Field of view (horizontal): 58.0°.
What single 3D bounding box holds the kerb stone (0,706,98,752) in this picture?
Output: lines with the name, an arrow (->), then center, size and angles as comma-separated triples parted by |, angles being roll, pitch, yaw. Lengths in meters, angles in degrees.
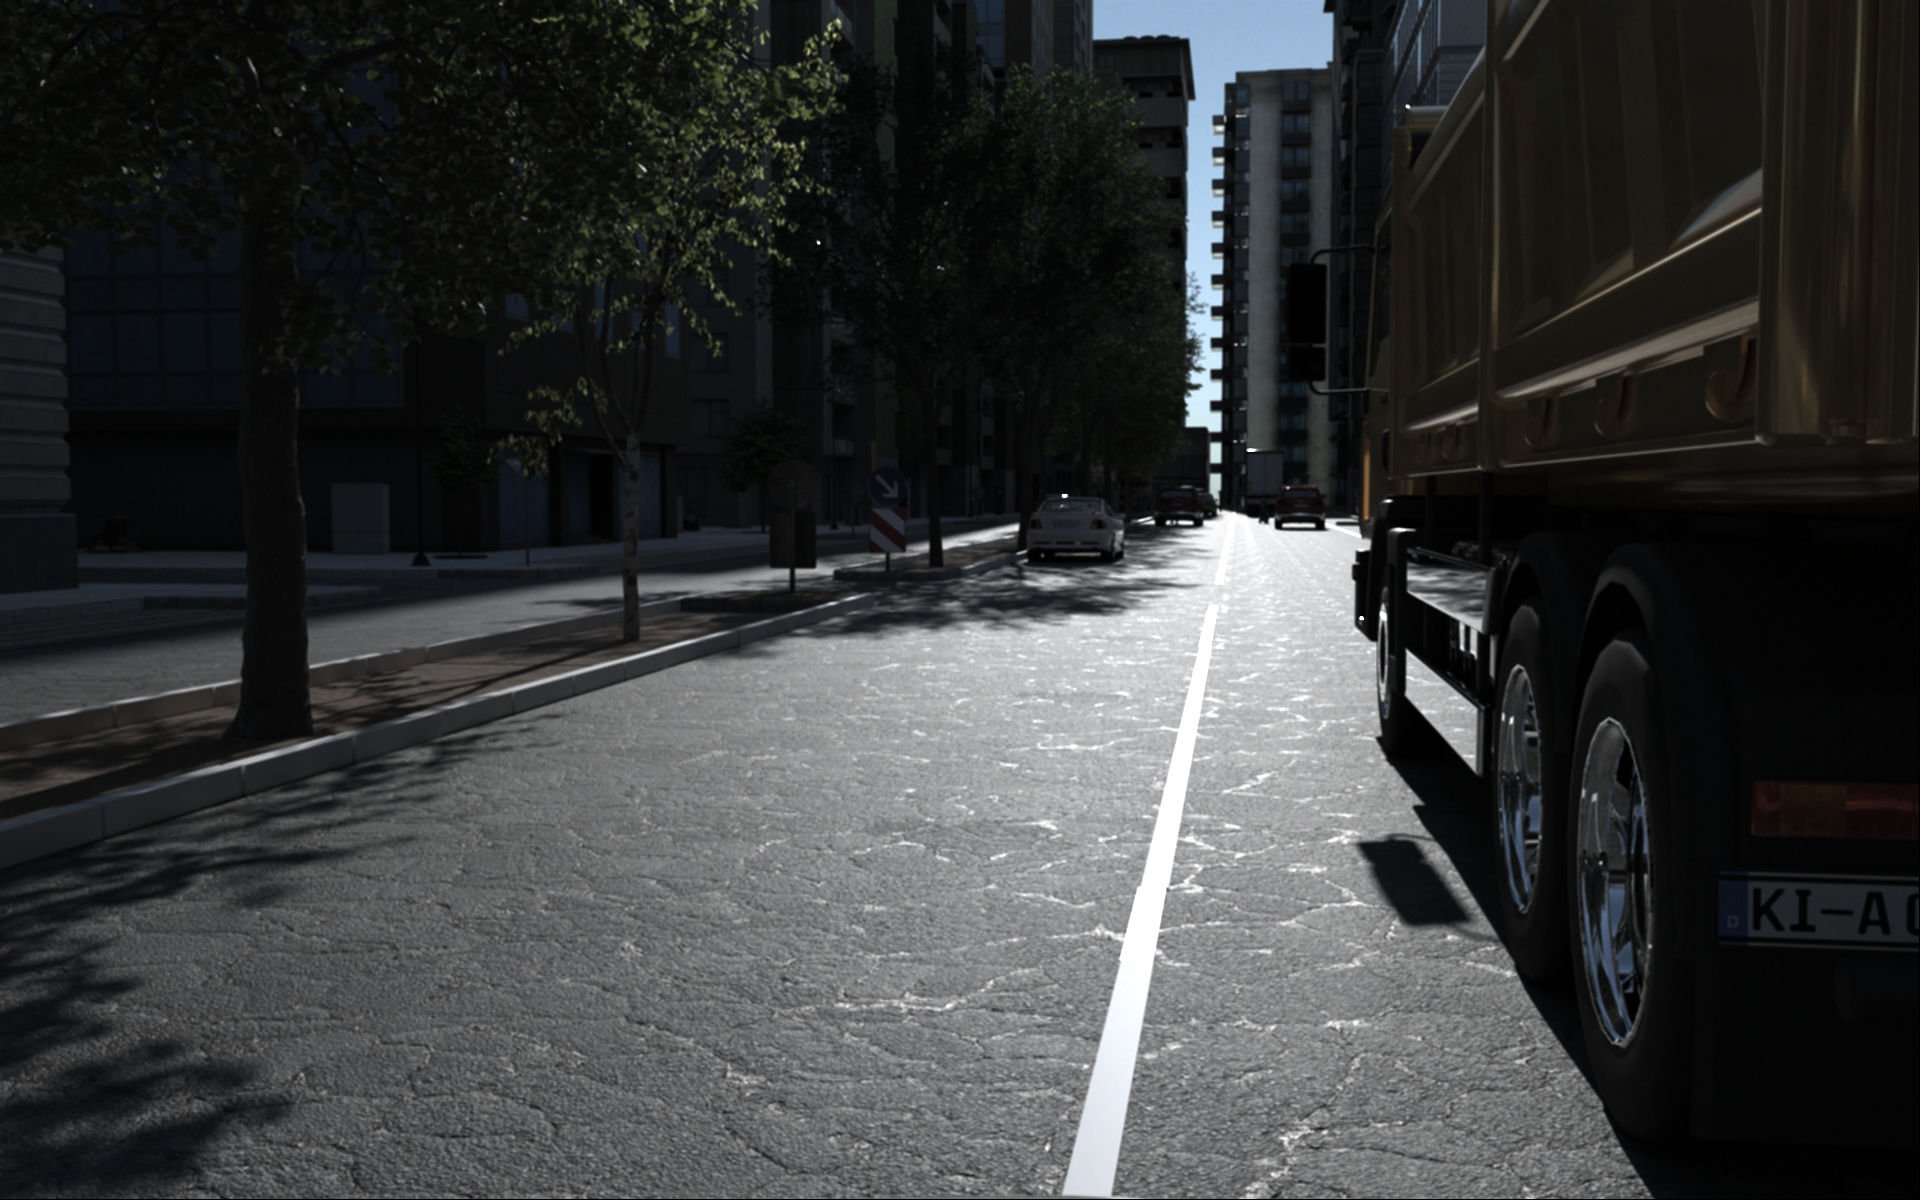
kerb stone -> -5.280, 0.748, 10.033 | 0.120, 0.150, 1.000 | 1, 4, 9

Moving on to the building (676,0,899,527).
building -> -10.850, -23.817, 73.009 | 14.154, 41.232, 14.086 | 1, 4, 9

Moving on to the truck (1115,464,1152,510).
truck -> 15.629, -10.135, 154.619 | 2.839, 4.237, 11.283 | 1, 4, 9

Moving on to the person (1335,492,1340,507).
person -> 39.140, -10.416, 179.715 | 0.530, 1.710, 0.541 | -1, 4, -8

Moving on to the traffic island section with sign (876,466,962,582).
traffic island section with sign -> -1.098, -1.293, 29.274 | 2.006, 1.907, 1.989 | 1, 4, 9

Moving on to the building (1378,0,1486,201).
building -> 27.527, -18.854, 85.752 | 11.434, 29.767, 29.804 | 1, 4, 9

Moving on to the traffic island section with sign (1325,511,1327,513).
traffic island section with sign -> 26.144, -7.320, 128.311 | 1.989, 1.847, 2.006 | 1, 4, 9

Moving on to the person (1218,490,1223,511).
person -> 21.947, -8.324, 145.315 | 0.721, 1.743, 1.217 | 1, 4, 15

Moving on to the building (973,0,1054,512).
building -> -0.785, -29.196, 127.470 | 14.600, 45.320, 14.200 | 1, 4, 9

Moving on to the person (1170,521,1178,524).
person -> 10.446, -4.623, 84.294 | 0.606, 1.804, 0.583 | -2, 4, -29

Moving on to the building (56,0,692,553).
building -> -15.837, -24.089, 43.963 | 14.600, 45.320, 14.200 | 1, 4, 9

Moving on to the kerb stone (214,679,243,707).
kerb stone -> -4.945, 0.624, 12.057 | 0.120, 0.150, 1.000 | 1, 4, 9

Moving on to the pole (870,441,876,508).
pole -> -3.342, -4.441, 66.454 | 0.158, 3.312, 0.155 | 0, 3, 0

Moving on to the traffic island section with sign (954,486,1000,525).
traffic island section with sign -> 0.833, -4.460, 81.552 | 1.989, 1.847, 2.006 | 1, 4, 9

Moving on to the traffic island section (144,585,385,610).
traffic island section -> -8.942, -0.031, 22.790 | 2.009, 0.180, 2.903 | 1, 4, 9

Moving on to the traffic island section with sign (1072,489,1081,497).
traffic island section with sign -> 8.884, -7.521, 131.597 | 1.989, 1.847, 2.006 | 1, 4, 9

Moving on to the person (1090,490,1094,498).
person -> 10.392, -7.725, 135.541 | 0.721, 1.736, 1.217 | 0, 4, -6

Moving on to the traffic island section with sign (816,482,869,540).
traffic island section with sign -> -3.445, -2.831, 54.916 | 1.989, 1.847, 2.006 | 1, 4, 9

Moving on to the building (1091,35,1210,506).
building -> 15.287, -37.496, 202.301 | 27.495, 52.752, 28.713 | 1, 4, 9

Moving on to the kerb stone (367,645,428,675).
kerb stone -> -4.631, 0.497, 14.077 | 0.120, 0.150, 1.000 | 1, 4, 9

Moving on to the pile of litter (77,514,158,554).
pile of litter -> -18.443, -1.453, 37.719 | 1.719, 0.858, 1.176 | 1, 4, 12

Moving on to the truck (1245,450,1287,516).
truck -> 20.456, -7.772, 115.979 | 2.839, 4.237, 11.283 | 1, 4, 10

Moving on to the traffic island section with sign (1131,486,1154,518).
traffic island section with sign -> 10.814, -5.831, 103.466 | 2.006, 1.907, 1.989 | 1, 4, 9

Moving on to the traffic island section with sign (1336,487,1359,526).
traffic island section with sign -> 18.293, -4.331, 79.436 | 1.989, 1.847, 2.006 | 1, 4, 9

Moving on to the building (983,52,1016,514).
building -> -4.211, -20.883, 113.142 | 14.160, 30.474, 14.107 | 1, 4, 9

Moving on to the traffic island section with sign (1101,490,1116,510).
traffic island section with sign -> 13.335, -9.216, 159.311 | 1.989, 1.847, 2.006 | 1, 4, 9

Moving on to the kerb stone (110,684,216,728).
kerb stone -> -5.109, 0.682, 11.048 | 0.120, 0.150, 1.000 | 1, 4, 9

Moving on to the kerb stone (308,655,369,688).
kerb stone -> -4.786, 0.559, 13.067 | 0.120, 0.150, 1.000 | 1, 4, 9

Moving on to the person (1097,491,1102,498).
person -> 12.409, -8.851, 153.927 | 0.721, 1.735, 1.217 | -1, 4, -18

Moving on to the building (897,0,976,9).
building -> -6.913, -19.776, 95.044 | 14.160, 30.474, 14.107 | 1, 4, 9

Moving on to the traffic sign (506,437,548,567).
traffic sign -> -7.651, -1.649, 30.609 | 0.795, 2.450, 0.064 | 1, 4, 9

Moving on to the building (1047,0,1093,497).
building -> 2.005, -44.745, 169.824 | 20.611, 71.187, 20.563 | 1, 4, 9

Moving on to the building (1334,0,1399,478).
building -> 40.603, -29.229, 132.515 | 22.147, 44.769, 28.867 | 1, 4, 9

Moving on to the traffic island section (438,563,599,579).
traffic island section -> -7.675, -0.513, 30.675 | 2.009, 0.180, 2.903 | 1, 4, 9

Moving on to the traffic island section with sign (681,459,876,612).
traffic island section with sign -> -2.282, -0.846, 21.961 | 2.006, 1.907, 1.989 | 1, 4, 9

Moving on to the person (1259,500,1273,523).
person -> 14.974, -4.311, 84.491 | 0.738, 1.151, 1.012 | 3, 4, 38

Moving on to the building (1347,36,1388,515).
building -> 32.378, -20.842, 112.462 | 14.160, 30.474, 14.107 | 1, 4, 9

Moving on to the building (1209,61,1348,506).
building -> 43.629, -35.147, 194.262 | 30.456, 49.044, 23.786 | 1, 4, 9

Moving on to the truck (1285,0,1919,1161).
truck -> 3.238, -0.691, 7.226 | 3.469, 3.379, 9.791 | 1, 4, 9

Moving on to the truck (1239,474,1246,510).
truck -> 26.686, -9.709, 154.661 | 3.469, 3.379, 9.791 | 1, 4, 9

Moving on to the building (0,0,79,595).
building -> -21.880, -11.665, 19.609 | 19.941, 23.489, 11.050 | 1, 4, 9

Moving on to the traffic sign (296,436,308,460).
traffic sign -> -8.918, -1.167, 22.725 | 0.795, 2.450, 0.064 | 1, 4, 9

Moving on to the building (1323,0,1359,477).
building -> 48.582, -34.911, 160.033 | 28.713, 52.752, 27.495 | 1, 4, 9
